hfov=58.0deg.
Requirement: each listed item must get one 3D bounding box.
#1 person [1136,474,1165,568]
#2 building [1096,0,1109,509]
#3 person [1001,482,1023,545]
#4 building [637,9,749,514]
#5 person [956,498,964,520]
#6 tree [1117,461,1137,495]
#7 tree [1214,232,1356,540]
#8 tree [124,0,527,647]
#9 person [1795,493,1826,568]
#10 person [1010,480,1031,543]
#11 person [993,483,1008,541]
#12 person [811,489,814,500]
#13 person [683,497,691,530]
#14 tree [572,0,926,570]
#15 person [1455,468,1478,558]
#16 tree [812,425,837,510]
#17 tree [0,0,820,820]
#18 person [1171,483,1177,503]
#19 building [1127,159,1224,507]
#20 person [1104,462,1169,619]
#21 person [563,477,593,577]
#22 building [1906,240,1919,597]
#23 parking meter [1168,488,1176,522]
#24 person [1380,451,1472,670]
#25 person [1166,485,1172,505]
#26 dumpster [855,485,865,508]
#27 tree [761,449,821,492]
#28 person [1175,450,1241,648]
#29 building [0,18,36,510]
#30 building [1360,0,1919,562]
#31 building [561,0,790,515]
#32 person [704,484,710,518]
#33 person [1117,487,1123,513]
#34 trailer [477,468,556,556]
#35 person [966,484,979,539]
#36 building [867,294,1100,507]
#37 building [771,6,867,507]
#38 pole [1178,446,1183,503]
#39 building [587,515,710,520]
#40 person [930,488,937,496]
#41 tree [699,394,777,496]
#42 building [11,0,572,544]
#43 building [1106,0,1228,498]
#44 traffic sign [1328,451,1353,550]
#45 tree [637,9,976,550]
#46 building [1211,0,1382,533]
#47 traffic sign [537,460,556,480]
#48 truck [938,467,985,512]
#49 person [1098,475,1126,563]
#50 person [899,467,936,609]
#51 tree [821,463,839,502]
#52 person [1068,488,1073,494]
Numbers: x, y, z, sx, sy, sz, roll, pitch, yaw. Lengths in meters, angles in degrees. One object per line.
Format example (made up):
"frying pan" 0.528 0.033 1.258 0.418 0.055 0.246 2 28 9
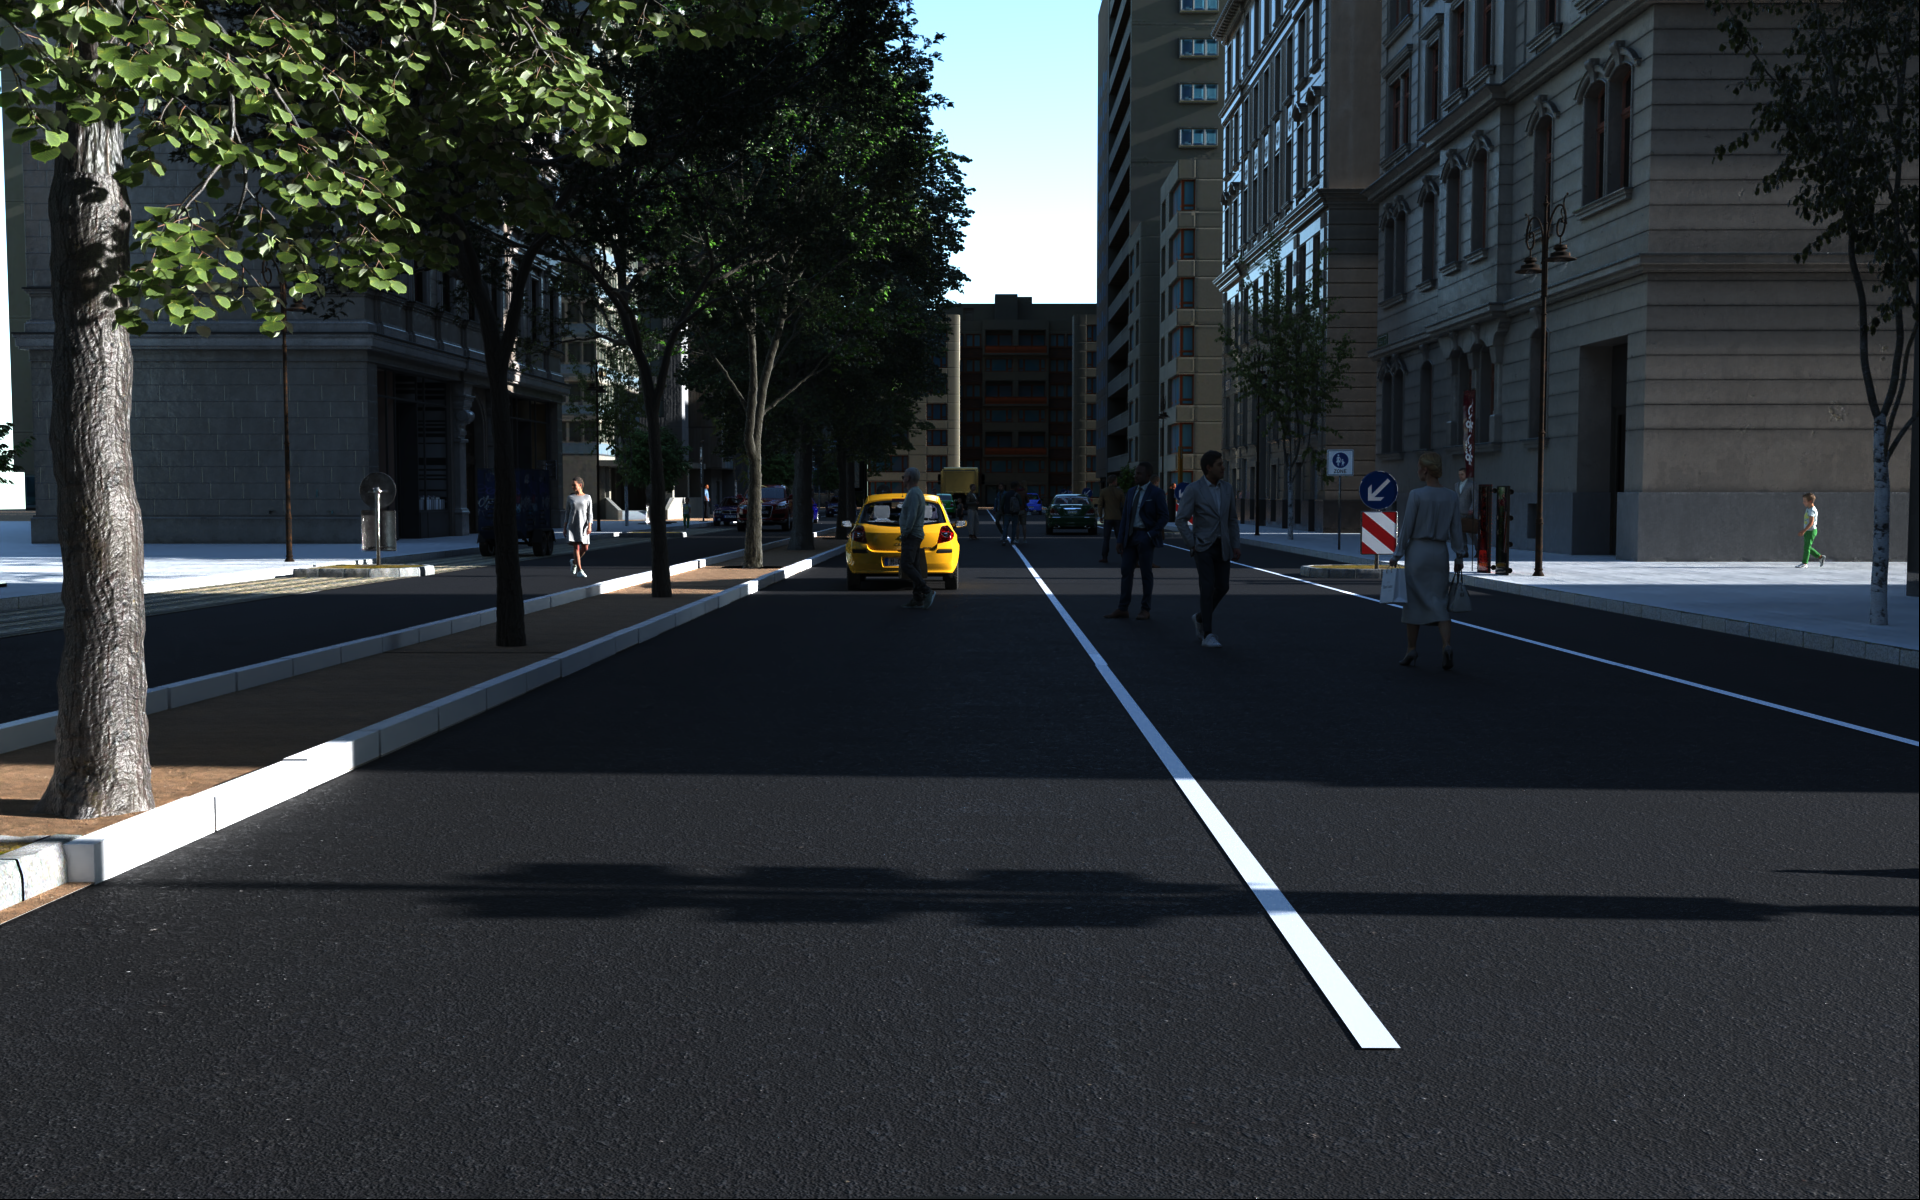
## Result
"person" 3.728 -1.530 33.643 0.853 1.813 0.709 -2 4 -28
"building" 18.982 -30.359 146.480 14.600 45.320 14.200 0 4 1
"person" 1.441 -2.421 48.424 0.623 1.781 0.721 0 4 4
"building" -21.041 -26.174 111.532 14.154 41.232 14.086 0 4 1
"person" -0.003 -3.809 75.450 0.373 1.253 0.362 -3 4 -39
"tree" 10.103 -6.756 105.058 1.663 3.219 1.824 0 3 0
"tree" 9.230 -5.991 48.317 4.737 8.622 4.395 0 3 0
"tree" -4.190 -4.858 16.297 8.767 10.594 7.601 0 4 1
"person" 14.808 -1.212 30.104 0.590 1.304 0.306 -1 4 -8
"person" 1.773 -2.561 50.342 0.573 1.828 0.580 3 4 36
"person" 1.331 -2.710 53.160 0.601 1.785 0.444 3 4 38
"person" -12.893 -8.758 149.767 0.617 1.759 0.750 -3 4 -39
"person" -10.817 -3.412 68.541 0.306 1.304 0.590 -1 4 -15
"tree" -3.867 -6.397 32.797 9.928 11.665 9.643 0 3 0
"person" 10.171 -1.756 34.877 0.853 1.813 0.709 -3 4 -38
"tree" -11.468 -11.827 143.730 4.360 8.622 3.978 0 3 0
"tree" -3.972 -5.338 7.860 7.486 12.596 7.792 0 3 0
"person" 10.299 -4.723 83.394 0.705 1.807 1.348 1 4 8
"building" 25.199 -15.843 104.080 27.650 21.520 28.899 0 4 1
"person" 2.061 -0.687 19.916 0.721 1.800 0.419 3 4 36
"person" -6.657 -1.274 30.085 0.466 1.731 0.760 -3 4 -37
"building" 23.759 -13.479 13.890 24.014 27.812 14.314 0 4 1
"parking meter" 9.627 -4.301 78.726 0.372 1.533 0.369 0 3 0
"person" 3.832 -0.328 14.223 0.694 1.780 0.624 0 4 4
"person" 10.393 -4.831 85.716 1.217 1.739 0.721 2 4 35
"dumpster" -9.445 -9.084 153.473 1.985 2.255 1.502 0 4 1
"tree" -12.136 -8.124 116.546 4.285 4.588 4.351 0 3 0
"person" 2.333 -0.497 16.465 0.661 1.843 0.795 -1 4 -23
"building" -63.311 -31.837 144.242 21.600 48.544 21.300 0 4 1
"building" 19.145 -15.633 42.982 14.401 28.519 23.554 0 4 1
"building" -25.899 -27.318 138.524 23.993 40.220 32.217 0 4 1
"person" -13.356 -5.221 91.384 0.705 1.826 1.348 0 4 -2
"person" 7.226 -4.328 79.664 0.834 1.777 0.661 3 4 36
"trailer" -10.217 -1.964 39.159 1.471 1.999 3.904 0 4 0
"person" 0.428 -2.794 54.727 0.362 1.759 0.519 2 4 30
"building" 5.584 -20.522 180.569 28.899 21.520 27.650 0 4 1
"building" -25.272 -52.799 175.936 31.000 86.520 22.319 0 4 1
"pole" 9.426 -4.911 74.133 0.158 3.312 0.155 0 3 0
"building" -30.700 -24.512 92.645 32.217 40.220 23.993 0 4 1
"person" -1.387 -5.103 92.595 0.621 1.740 0.551 0 4 0
"tree" -12.047 -8.832 94.757 4.737 8.622 4.395 0 3 0
"building" -19.578 -11.901 45.488 10.553 20.767 40.483 0 4 1
"building" 22.394 -30.874 128.483 21.300 48.544 21.600 0 4 1
"traffic sign" 8.742 -2.309 39.879 0.606 2.300 0.079 0 4 6
"tree" -4.067 -8.246 43.937 9.857 13.997 8.962 0 3 0
"building" 17.671 -16.565 68.099 12.463 27.353 25.104 0 4 1
"traffic sign" -12.454 -3.062 52.193 0.606 2.300 0.079 1 4 10
"truck" 0.034 -7.833 123.994 3.469 3.379 9.791 0 4 1
"person" 3.230 -1.697 36.162 0.656 1.842 0.836 -2 4 -32
"person" -0.544 -0.787 21.852 0.515 1.767 0.782 0 4 3
"tree" -11.940 -10.685 158.414 4.285 4.588 4.351 0 3 0
"person" 10.019 -9.292 157.837 0.709 1.838 0.599 0 4 -8
